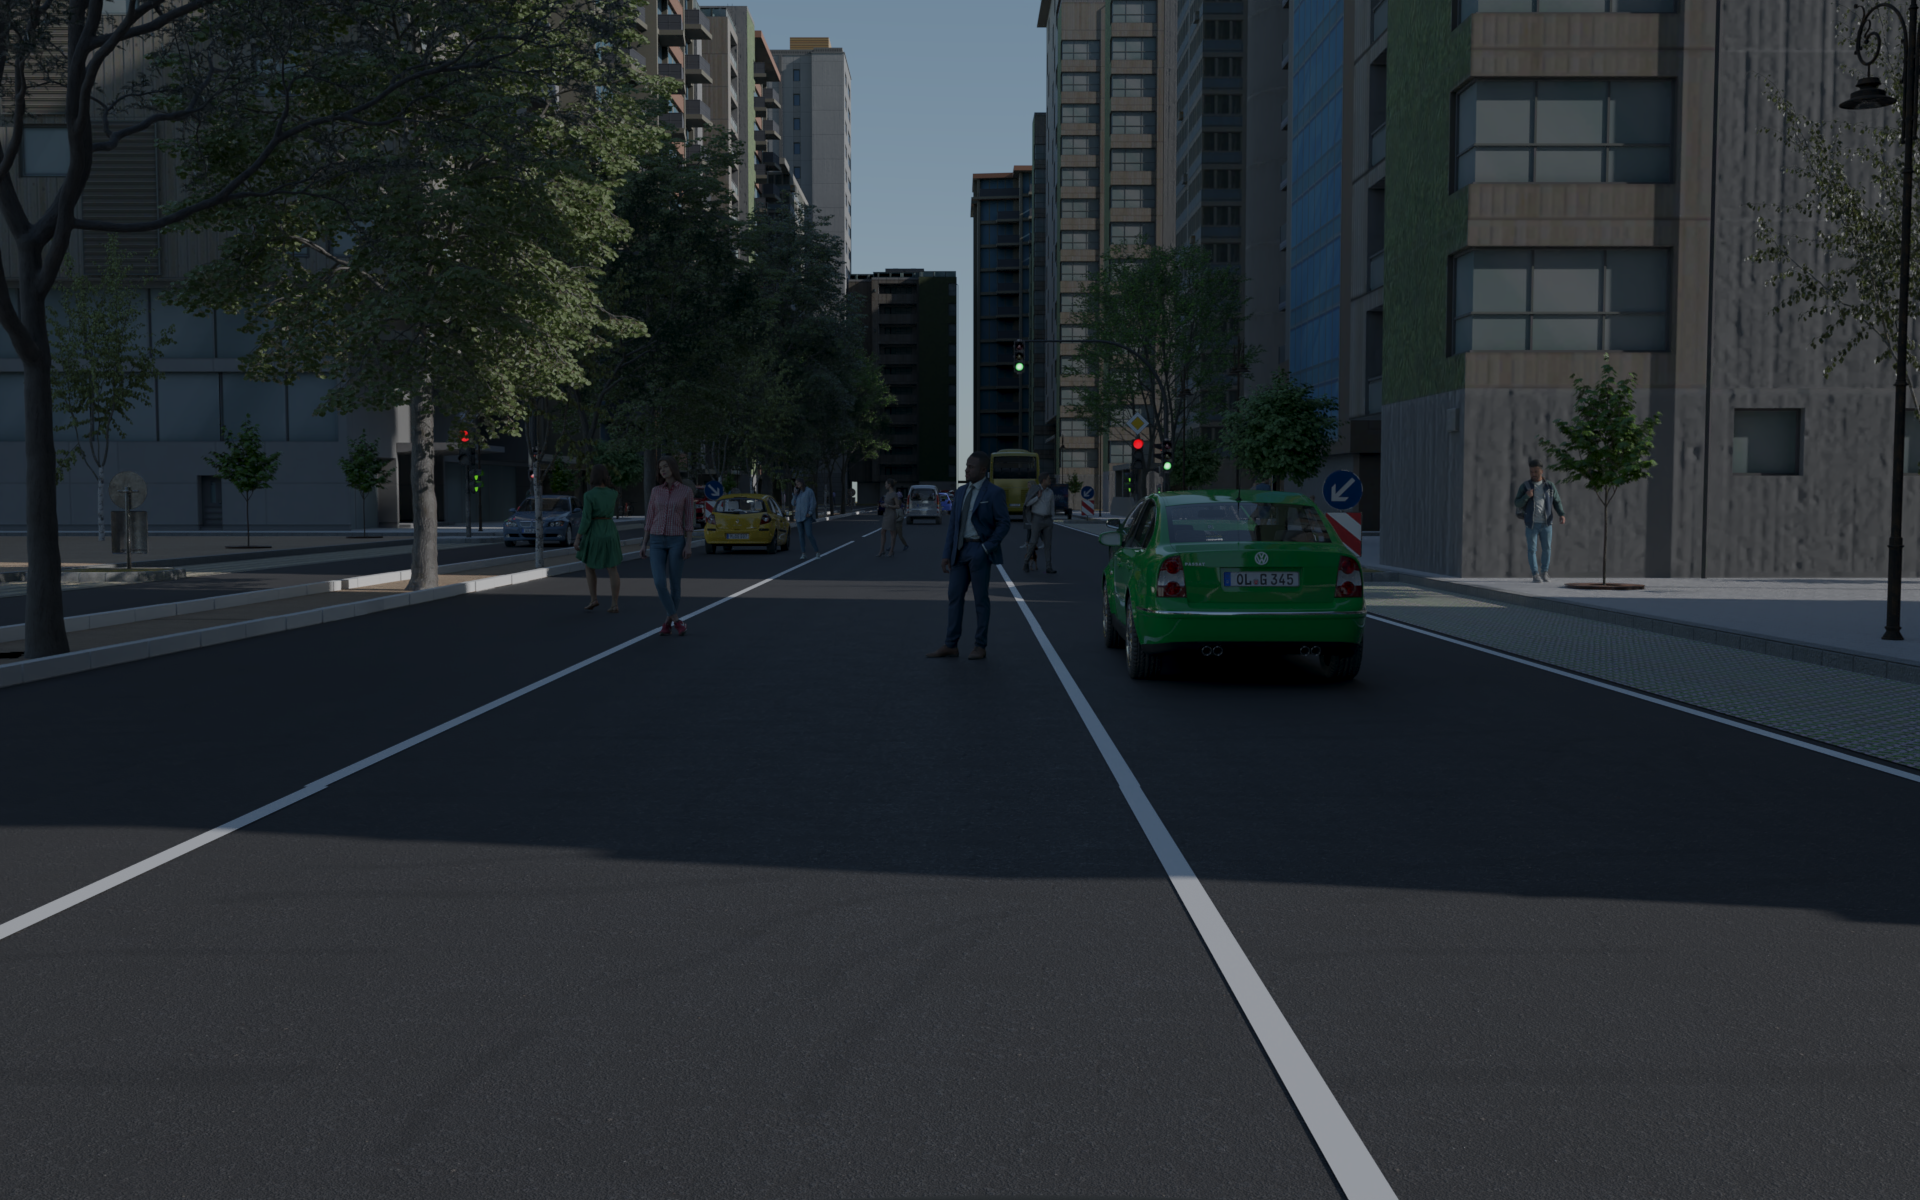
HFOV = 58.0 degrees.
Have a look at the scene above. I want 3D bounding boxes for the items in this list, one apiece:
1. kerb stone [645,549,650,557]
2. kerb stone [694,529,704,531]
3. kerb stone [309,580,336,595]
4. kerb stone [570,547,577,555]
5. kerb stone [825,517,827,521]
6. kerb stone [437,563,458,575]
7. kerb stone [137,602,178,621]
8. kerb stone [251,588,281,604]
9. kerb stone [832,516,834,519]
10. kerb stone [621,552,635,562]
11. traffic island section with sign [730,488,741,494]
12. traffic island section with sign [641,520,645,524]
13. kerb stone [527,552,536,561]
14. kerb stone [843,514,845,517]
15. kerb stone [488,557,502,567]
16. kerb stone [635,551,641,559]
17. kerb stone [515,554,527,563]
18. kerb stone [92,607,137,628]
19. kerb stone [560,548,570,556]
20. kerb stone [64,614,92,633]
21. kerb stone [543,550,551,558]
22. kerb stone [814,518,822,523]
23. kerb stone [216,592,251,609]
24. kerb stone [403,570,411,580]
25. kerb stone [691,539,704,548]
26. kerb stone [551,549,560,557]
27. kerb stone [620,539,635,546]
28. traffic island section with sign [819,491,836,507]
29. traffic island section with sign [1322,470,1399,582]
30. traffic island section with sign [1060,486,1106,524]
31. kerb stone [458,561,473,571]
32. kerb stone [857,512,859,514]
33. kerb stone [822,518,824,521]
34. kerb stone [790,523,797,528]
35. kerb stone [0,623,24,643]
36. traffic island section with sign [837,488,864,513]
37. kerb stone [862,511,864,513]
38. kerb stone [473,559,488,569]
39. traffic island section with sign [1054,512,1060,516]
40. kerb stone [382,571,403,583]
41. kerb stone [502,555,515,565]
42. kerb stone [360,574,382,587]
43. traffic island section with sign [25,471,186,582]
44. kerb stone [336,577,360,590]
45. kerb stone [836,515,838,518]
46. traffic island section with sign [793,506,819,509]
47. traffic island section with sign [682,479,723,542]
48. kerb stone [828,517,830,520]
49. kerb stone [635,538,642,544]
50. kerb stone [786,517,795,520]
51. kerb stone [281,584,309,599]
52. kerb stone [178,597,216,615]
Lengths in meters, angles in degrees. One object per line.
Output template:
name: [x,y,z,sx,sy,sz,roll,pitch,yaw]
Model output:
kerb stone: [-7.191,-1.043,39.255,0.120,0.150,1.000,0,3,0]
kerb stone: [-9.340,-2.455,62.337,0.120,0.150,1.000,0,3,0]
kerb stone: [-9.267,-0.167,24.932,0.120,0.150,1.000,0,3,0]
kerb stone: [-9.290,-1.170,41.335,0.120,0.150,1.000,0,3,0]
kerb stone: [-7.303,-4.272,92.038,0.120,0.150,1.000,0,3,0]
kerb stone: [-9.274,-0.545,31.102,0.120,0.150,1.000,0,3,0]
kerb stone: [-9.257,0.146,19.815,0.120,0.150,1.000,0,3,0]
kerb stone: [-9.259,-0.042,22.881,0.120,0.150,1.000,0,3,0]
kerb stone: [-7.308,-4.584,97.162,0.120,0.150,1.000,0,3,0]
kerb stone: [-7.185,-0.914,37.212,0.120,0.150,1.000,0,3,0]
traffic island section with sign: [-14.349,-6.249,110.792,1.989,1.847,2.006,0,3,0]
traffic island section with sign: [-14.289,-4.600,83.837,1.989,1.847,2.006,0,3,0]
kerb stone: [-9.285,-0.919,37.248,0.120,0.150,1.000,0,3,0]
kerb stone: [-7.335,-5.150,106.398,0.120,0.150,1.000,0,3,0]
kerb stone: [-9.278,-0.733,34.180,0.120,0.150,1.000,0,3,0]
kerb stone: [-7.195,-0.980,38.233,0.120,0.150,1.000,0,3,0]
kerb stone: [-9.287,-0.858,36.226,0.120,0.150,1.000,0,3,0]
kerb stone: [-9.248,0.209,18.784,0.120,0.150,1.000,0,3,0]
kerb stone: [-9.299,-1.108,40.313,0.120,0.150,1.000,0,3,0]
kerb stone: [-9.243,0.271,17.762,0.120,0.150,1.000,0,3,0]
kerb stone: [-9.282,-0.983,38.270,0.120,0.150,1.000,0,3,0]
kerb stone: [-7.295,-4.084,88.968,0.120,0.150,1.000,0,3,0]
kerb stone: [-9.251,0.021,21.859,0.120,0.150,1.000,0,3,0]
kerb stone: [-9.265,-0.419,29.041,0.120,0.150,1.000,0,3,0]
kerb stone: [-7.211,-1.545,47.452,0.120,0.150,1.000,0,3,0]
kerb stone: [-9.296,-1.046,39.291,0.120,0.150,1.000,0,3,0]
kerb stone: [-9.311,-1.604,48.496,0.120,0.150,1.000,0,3,0]
traffic island section with sign: [-14.515,-10.998,188.447,1.989,1.847,2.006,0,3,0]
traffic island section with sign: [6.136,-1.249,29.049,1.989,1.847,2.006,0,3,0]
traffic island section with sign: [6.021,-4.605,83.927,1.989,1.847,2.006,0,3,0]
kerb stone: [-9.279,-0.607,32.124,0.120,0.150,1.000,0,3,0]
kerb stone: [-7.370,-6.089,121.753,0.120,0.150,1.000,0,3,0]
kerb stone: [-7.300,-4.146,89.990,0.120,0.150,1.000,0,3,0]
kerb stone: [-7.270,-3.269,75.645,0.120,0.150,1.000,0,3,0]
kerb stone: [-9.241,0.337,16.734,0.120,0.150,1.000,0,3,0]
traffic island section with sign: [-8.435,-7.701,134.040,2.006,1.907,1.989,0,3,0]
kerb stone: [-7.376,-6.464,127.905,0.120,0.150,1.000,0,3,0]
kerb stone: [-9.276,-0.671,33.158,0.120,0.150,1.000,0,3,0]
traffic island section with sign: [5.971,-6.254,110.882,1.989,1.847,2.006,0,3,0]
kerb stone: [-9.274,-0.355,28.006,0.120,0.150,1.000,0,3,0]
kerb stone: [-9.287,-0.796,35.204,0.120,0.150,1.000,0,3,0]
kerb stone: [-9.263,-0.292,26.976,0.120,0.150,1.000,0,3,0]
traffic island section with sign: [-14.175,-1.247,29.009,1.989,1.847,2.006,0,3,0]
kerb stone: [-9.261,-0.225,25.954,0.120,0.150,1.000,0,3,0]
kerb stone: [-7.320,-4.772,100.232,0.120,0.150,1.000,0,3,0]
traffic island section with sign: [-14.460,-9.324,161.078,1.989,1.847,2.006,0,3,0]
traffic island section with sign: [-8.263,-2.652,51.494,2.006,1.907,1.989,0,3,0]
kerb stone: [-7.311,-4.397,94.082,0.120,0.150,1.000,0,3,0]
kerb stone: [-9.322,-1.671,49.522,0.120,0.150,1.000,0,3,0]
kerb stone: [-9.410,-4.527,96.206,0.120,0.150,1.000,0,3,0]
kerb stone: [-9.266,-0.102,23.903,0.120,0.150,1.000,0,3,0]
kerb stone: [-9.254,0.086,20.837,0.120,0.150,1.000,0,3,0]
